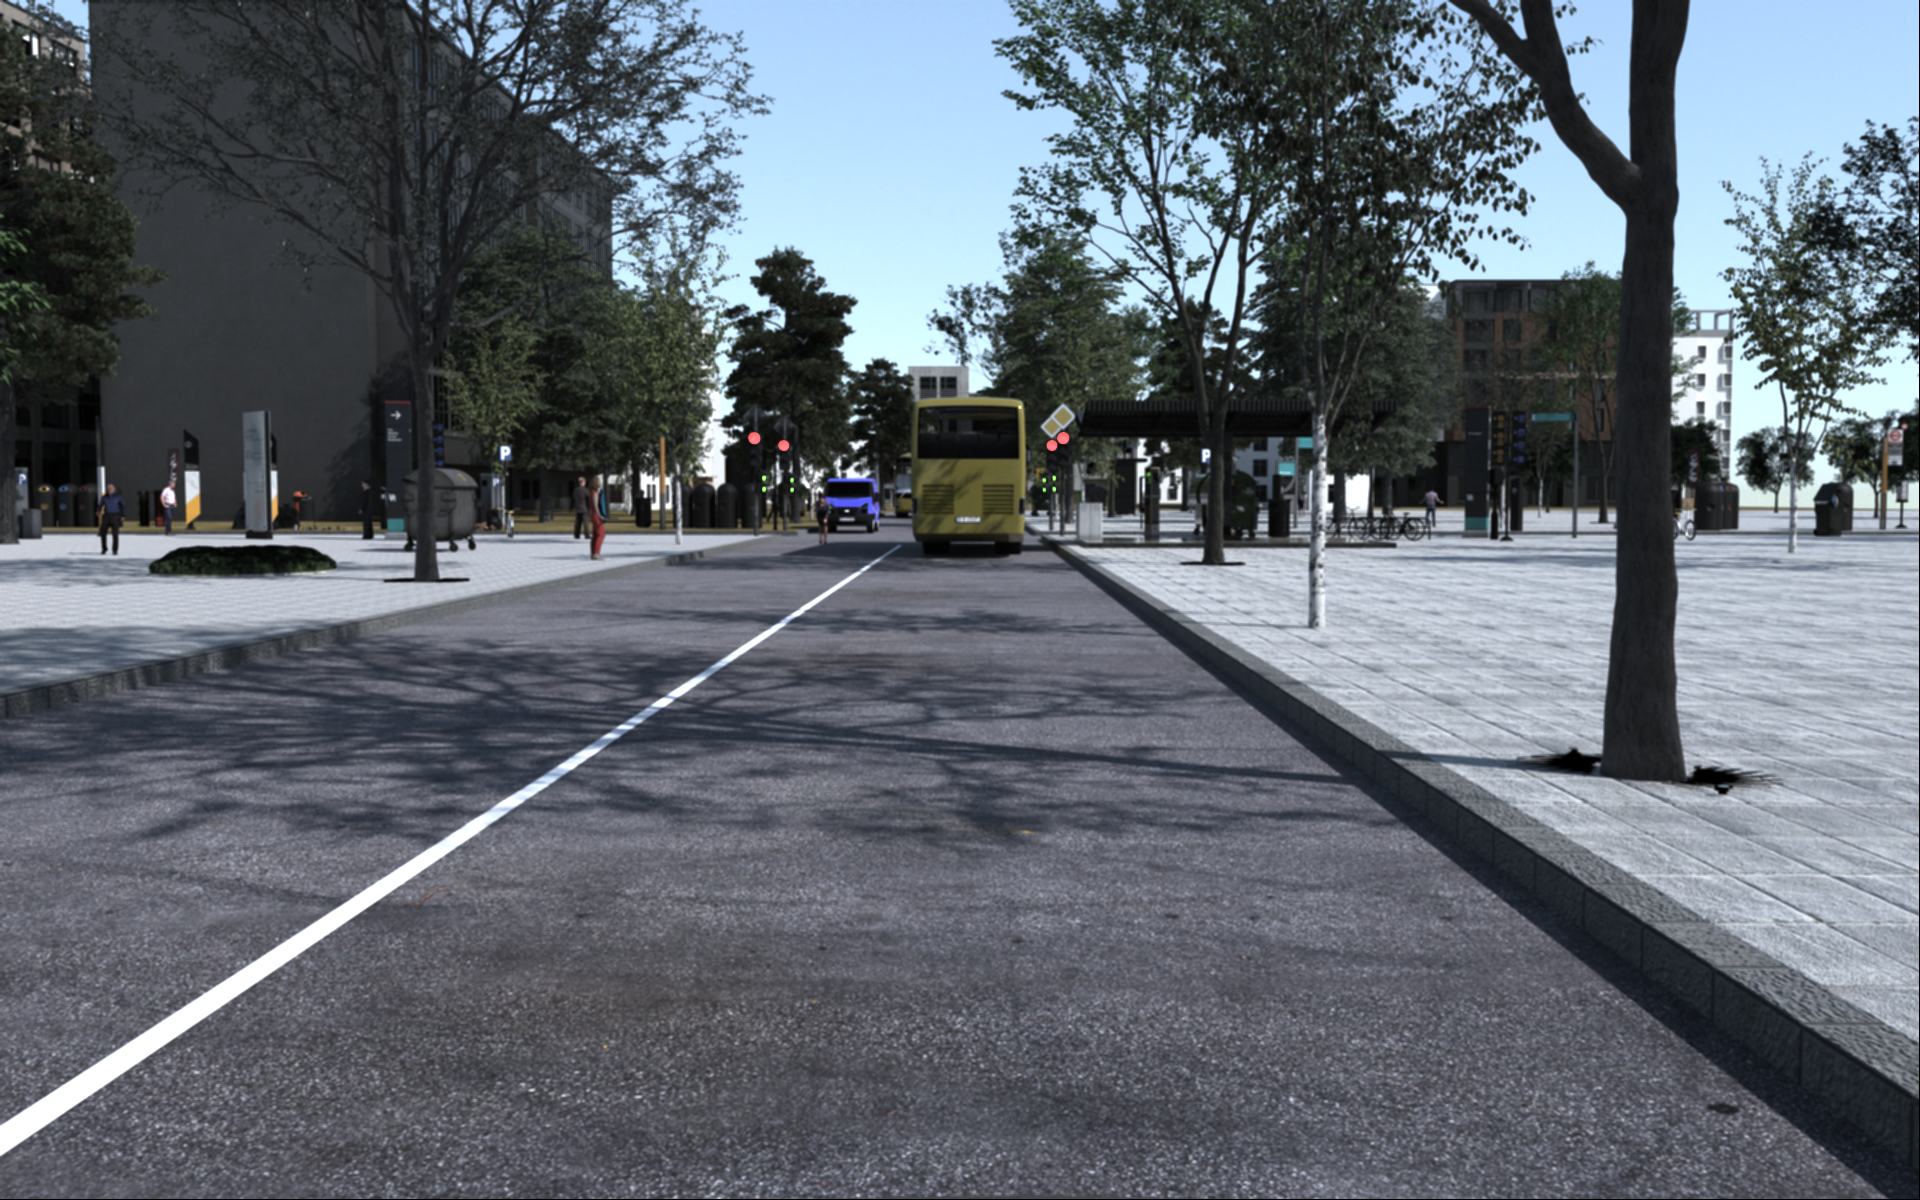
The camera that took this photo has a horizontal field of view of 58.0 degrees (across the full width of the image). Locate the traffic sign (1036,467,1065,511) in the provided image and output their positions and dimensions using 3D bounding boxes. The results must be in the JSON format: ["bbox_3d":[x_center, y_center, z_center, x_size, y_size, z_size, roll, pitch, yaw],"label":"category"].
[{"bbox_3d":[6.923,-8.476,132.455,2.265,3.308,0.079,0,4,8],"label":"traffic sign"}]

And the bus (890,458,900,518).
[{"bbox_3d":[-2.713,-7.078,107.274,2.896,3.916,12.252,0,4,-1],"label":"bus"}]

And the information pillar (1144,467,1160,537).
[{"bbox_3d":[5.276,-2.635,47.574,0.304,2.012,0.304,-2,4,-29],"label":"information pillar"}]

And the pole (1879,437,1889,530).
[{"bbox_3d":[33.190,-4.181,62.204,0.158,3.312,0.155,0,3,0],"label":"pole"}]

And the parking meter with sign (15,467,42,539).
[{"bbox_3d":[-27.161,-3.267,49.674,1.738,3.016,0.543,1,4,18],"label":"parking meter with sign"}]

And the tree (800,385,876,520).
[{"bbox_3d":[-7.381,-8.344,86.782,4.737,8.622,4.395,0,3,0],"label":"tree"}]

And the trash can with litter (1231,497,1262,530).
[{"bbox_3d":[10.100,-3.045,61.181,1.055,1.170,0.624,-1,4,-20],"label":"trash can with litter"}]

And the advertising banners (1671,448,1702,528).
[{"bbox_3d":[27.363,-4.297,66.439,2.074,3.025,0.090,3,5,43],"label":"advertising banners"}]

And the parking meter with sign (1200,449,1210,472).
[{"bbox_3d":[9.835,-4.249,65.733,0.543,3.016,1.738,-2,4,-30],"label":"parking meter with sign"}]

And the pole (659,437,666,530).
[{"bbox_3d":[-10.674,-4.176,62.116,0.158,3.312,0.155,0,3,0],"label":"pole"}]

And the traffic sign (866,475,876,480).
[{"bbox_3d":[-5.909,-6.993,114.441,0.768,2.556,0.104,0,4,5],"label":"traffic sign"}]

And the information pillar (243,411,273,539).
[{"bbox_3d":[-20.105,-3.563,49.573,0.184,3.620,1.656,-3,5,-42],"label":"information pillar"}]

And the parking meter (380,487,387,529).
[{"bbox_3d":[-20.892,-3.339,63.004,0.372,1.533,0.369,0,3,0],"label":"parking meter"}]

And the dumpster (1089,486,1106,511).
[{"bbox_3d":[10.503,-7.731,132.153,1.264,1.857,1.865,0,4,1],"label":"dumpster"}]

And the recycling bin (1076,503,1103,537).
[{"bbox_3d":[3.750,-2.307,50.281,0.722,1.027,0.722,0,4,0],"label":"recycling bin"}]

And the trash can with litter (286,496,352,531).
[{"bbox_3d":[-22.857,-3.098,61.710,2.233,1.210,1.678,-1,4,-23],"label":"trash can with litter"}]

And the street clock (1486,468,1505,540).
[{"bbox_3d":[15.064,-2.703,48.769,0.471,2.002,0.358,2,4,30],"label":"street clock"}]

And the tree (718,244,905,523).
[{"bbox_3d":[-7.165,-9.380,75.426,6.751,12.117,7.091,0,3,0],"label":"tree"}]

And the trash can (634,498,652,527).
[{"bbox_3d":[-12.206,-3.372,66.778,0.748,1.137,0.748,0,3,0],"label":"trash can"}]

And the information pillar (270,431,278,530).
[{"bbox_3d":[-24.372,-4.280,61.340,0.183,3.616,0.504,1,4,12],"label":"information pillar"}]

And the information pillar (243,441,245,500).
[{"bbox_3d":[-27.086,-4.560,65.905,0.183,3.616,0.504,1,4,10],"label":"information pillar"}]

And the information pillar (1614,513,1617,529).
[{"bbox_3d":[24.477,-4.529,63.435,0.750,3.857,0.750,3,4,36],"label":"information pillar"}]

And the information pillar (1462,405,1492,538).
[{"bbox_3d":[15.211,-3.761,50.867,0.750,3.857,0.750,2,4,24],"label":"information pillar"}]

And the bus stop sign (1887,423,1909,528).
[{"bbox_3d":[35.296,-4.680,65.225,0.855,3.939,0.416,0,4,-3],"label":"bus stop sign"}]

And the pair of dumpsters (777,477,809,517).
[{"bbox_3d":[-9.497,-5.835,97.896,1.574,2.255,4.436,0,4,1],"label":"pair of dumpsters"}]

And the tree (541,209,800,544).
[{"bbox_3d":[-7.358,-5.724,43.944,4.737,8.622,4.395,0,3,0],"label":"tree"}]

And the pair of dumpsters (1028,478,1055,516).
[{"bbox_3d":[4.862,-6.061,101.599,1.574,2.255,4.436,0,4,1],"label":"pair of dumpsters"}]

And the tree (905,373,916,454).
[{"bbox_3d":[-6.147,-13.026,135.030,6.751,12.117,7.091,0,3,0],"label":"tree"}]

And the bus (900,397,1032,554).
[{"bbox_3d":[0.400,-3.215,44.119,2.896,3.916,12.252,0,4,2],"label":"bus"}]

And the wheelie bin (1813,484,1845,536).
[{"bbox_3d":[26.482,-2.744,52.779,0.693,1.594,0.980,-1,4,-16],"label":"wheelie bin"}]

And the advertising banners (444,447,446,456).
[{"bbox_3d":[-19.328,-4.081,62.919,0.090,3.025,2.074,2,4,23],"label":"advertising banners"}]

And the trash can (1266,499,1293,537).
[{"bbox_3d":[9.118,-2.314,49.486,0.748,1.137,0.748,0,3,0],"label":"trash can"}]

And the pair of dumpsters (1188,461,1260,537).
[{"bbox_3d":[7.867,-3.007,51.661,1.574,2.255,4.436,0,4,1],"label":"pair of dumpsters"}]

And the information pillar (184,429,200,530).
[{"bbox_3d":[-27.626,-4.338,62.280,0.504,3.616,0.183,-2,4,-28],"label":"information pillar"}]

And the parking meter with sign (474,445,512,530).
[{"bbox_3d":[-17.025,-4.072,62.837,1.738,3.016,0.543,3,4,38],"label":"parking meter with sign"}]

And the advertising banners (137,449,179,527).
[{"bbox_3d":[-31.287,-4.368,67.610,2.074,3.025,0.090,1,4,19],"label":"advertising banners"}]

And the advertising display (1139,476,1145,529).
[{"bbox_3d":[6.937,-3.563,63.466,0.974,1.923,0.123,-3,5,-42],"label":"advertising display"}]

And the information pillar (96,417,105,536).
[{"bbox_3d":[-26.053,-3.741,52.520,0.183,3.616,0.504,-3,5,-41],"label":"information pillar"}]

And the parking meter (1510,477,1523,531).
[{"bbox_3d":[19.312,-3.327,60.113,0.255,1.863,0.399,-2,4,-34],"label":"parking meter"}]

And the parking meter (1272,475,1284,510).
[{"bbox_3d":[9.536,-2.826,51.919,0.255,1.863,0.399,2,4,27],"label":"parking meter"}]

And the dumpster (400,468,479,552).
[{"bbox_3d":[-11.683,-2.027,38.893,1.264,1.857,1.865,0,4,1],"label":"dumpster"}]

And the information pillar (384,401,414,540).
[{"bbox_3d":[-15.634,-3.603,48.286,0.750,3.857,0.750,-1,4,-10],"label":"information pillar"}]
